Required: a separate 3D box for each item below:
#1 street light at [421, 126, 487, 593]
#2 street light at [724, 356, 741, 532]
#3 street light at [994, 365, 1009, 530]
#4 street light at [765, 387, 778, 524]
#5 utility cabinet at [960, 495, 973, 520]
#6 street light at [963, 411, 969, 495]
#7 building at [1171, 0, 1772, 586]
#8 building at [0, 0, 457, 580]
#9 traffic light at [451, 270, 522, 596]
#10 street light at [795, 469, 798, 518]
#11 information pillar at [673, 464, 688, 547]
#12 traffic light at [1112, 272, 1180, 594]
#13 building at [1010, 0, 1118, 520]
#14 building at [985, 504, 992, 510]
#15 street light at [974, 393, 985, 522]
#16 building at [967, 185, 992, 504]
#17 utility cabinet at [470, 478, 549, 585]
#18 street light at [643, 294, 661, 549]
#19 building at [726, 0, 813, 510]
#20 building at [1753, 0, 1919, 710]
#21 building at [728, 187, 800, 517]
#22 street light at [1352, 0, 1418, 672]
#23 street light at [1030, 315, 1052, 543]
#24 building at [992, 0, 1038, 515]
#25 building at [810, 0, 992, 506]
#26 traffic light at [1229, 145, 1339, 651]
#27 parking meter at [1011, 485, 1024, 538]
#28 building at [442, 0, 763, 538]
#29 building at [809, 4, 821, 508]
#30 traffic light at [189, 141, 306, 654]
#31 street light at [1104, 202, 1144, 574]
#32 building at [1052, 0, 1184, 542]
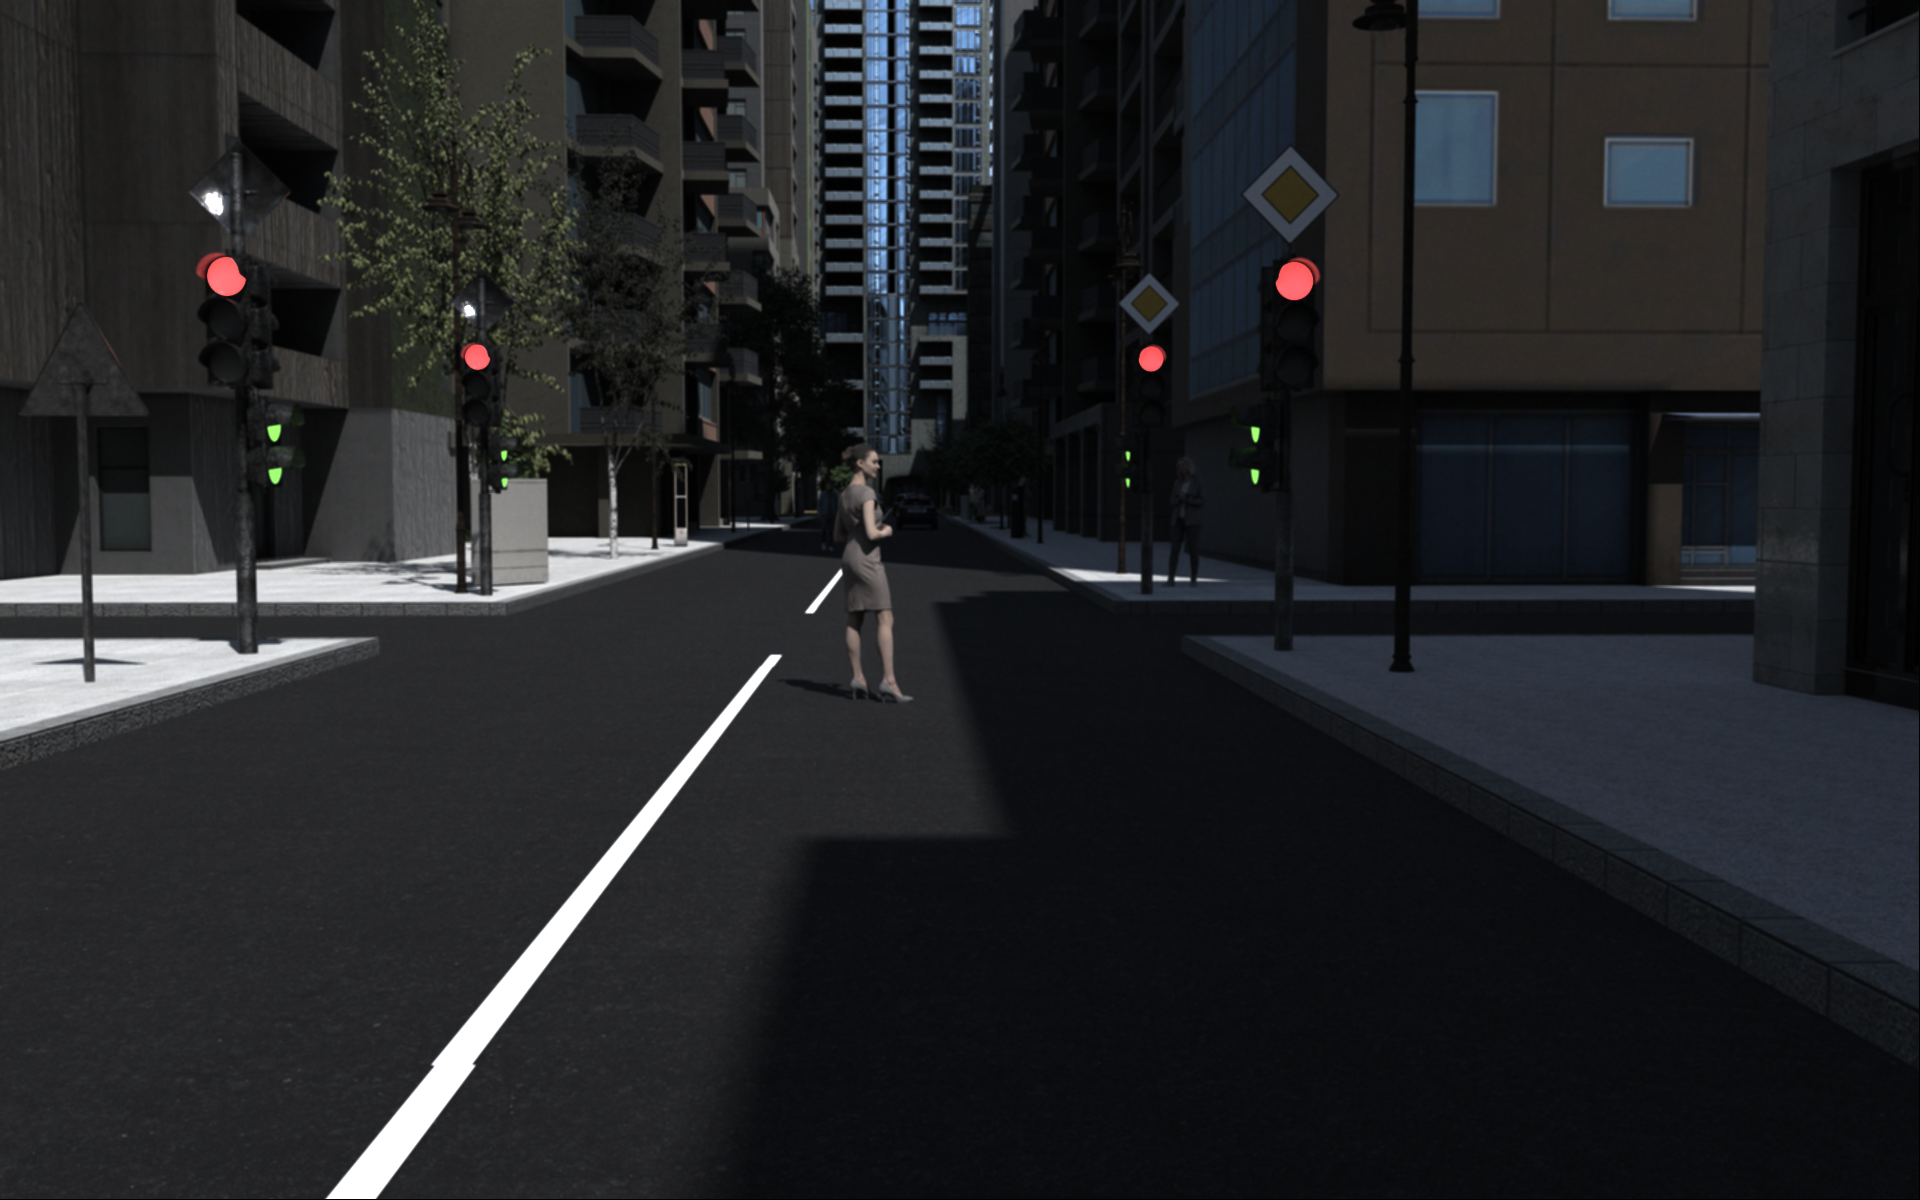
[{"bbox_3d":[-6.459,-3.027,22.272,0.468,5.910,1.993,0,4,-2],"label":"street light"},{"bbox_3d":[-7.612,-5.213,58.026,0.468,5.910,1.993,0,4,-2],"label":"street light"},{"bbox_3d":[1.500,-5.466,62.156,0.468,5.910,1.993,0,4,-2],"label":"street light"},{"bbox_3d":[-8.177,-6.264,75.204,0.468,5.910,1.993,0,4,-2],"label":"street light"},{"bbox_3d":[0.332,-4.647,87.137,0.306,1.237,1.020,-1,4,-21],"label":"utility cabinet"},{"bbox_3d":[0.345,-7.584,96.792,0.468,5.910,1.993,0,4,-2],"label":"street light"},{"bbox_3d":[11.817,-23.204,29.499,14.200,45.320,14.600,0,4,-2],"label":"building"},{"bbox_3d":[-17.592,-15.760,29.371,14.160,30.474,14.107,0,4,-2],"label":"building"},{"bbox_3d":[-5.979,-2.012,21.812,0.839,4.253,0.868,0,4,-2],"label":"traffic light"},{"bbox_3d":[-8.725,-7.315,92.382,0.468,5.910,1.993,0,4,-2],"label":"street light"},{"bbox_3d":[-6.840,-2.317,42.377,0.304,2.012,0.304,-1,4,-16],"label":"information pillar"},{"bbox_3d":[2.377,-2.029,22.102,0.839,4.253,0.868,0,4,-2],"label":"traffic light"},{"bbox_3d":[13.833,-26.183,82.709,22.147,44.769,28.867,0,4,-2],"label":"building"},{"bbox_3d":[17.252,-27.677,144.396,32.217,40.220,23.993,0,4,-2],"label":"building"},{"bbox_3d":[0.895,-6.534,79.614,0.468,5.910,1.993,0,4,-2],"label":"street light"},{"bbox_3d":[7.647,-24.025,164.514,14.160,30.474,14.107,0,4,-2],"label":"building"},{"bbox_3d":[-6.363,-0.965,24.458,0.318,1.500,1.173,2,4,32],"label":"utility cabinet"},{"bbox_3d":[-7.108,-4.121,40.164,0.468,5.910,1.993,0,4,-2],"label":"street light"},{"bbox_3d":[-18.931,-27.549,134.023,14.154,41.232,14.086,0,4,-2],"label":"building"},{"bbox_3d":[10.881,-9.067,3.000,10.420,20.320,16.860,0,4,-2],"label":"building"},{"bbox_3d":[-25.070,-16.323,111.928,27.650,21.520,28.899,0,4,-2],"label":"building"},{"bbox_3d":[3.200,-2.421,12.371,0.468,5.910,1.993,0,4,-2],"label":"street light"},{"bbox_3d":[2.087,-4.415,44.980,0.468,5.910,1.993,0,4,-2],"label":"street light"},{"bbox_3d":[12.671,-35.189,117.345,21.231,58.520,28.212,0,4,-2],"label":"building"},{"bbox_3d":[-9.611,-53.761,191.656,31.000,86.520,22.319,0,4,-2],"label":"building"},{"bbox_3d":[2.640,-1.541,14.122,0.839,4.253,0.868,0,4,-2],"label":"traffic light"},{"bbox_3d":[1.667,-2.567,50.387,0.372,1.533,0.369,0,3,0],"label":"parking meter"},{"bbox_3d":[-18.918,-24.926,62.157,22.147,44.769,28.867,0,4,-2],"label":"building"},{"bbox_3d":[-23.995,-32.782,159.685,21.600,48.544,21.300,0,4,-2],"label":"building"},{"bbox_3d":[-5.716,-1.524,13.831,0.839,4.253,0.868,0,4,-2],"label":"traffic light"},{"bbox_3d":[2.613,-3.365,27.801,0.468,5.910,1.993,0,4,-2],"label":"street light"},{"bbox_3d":[13.827,-37.367,49.207,20.563,71.187,20.611,0,4,-2],"label":"building"}]
